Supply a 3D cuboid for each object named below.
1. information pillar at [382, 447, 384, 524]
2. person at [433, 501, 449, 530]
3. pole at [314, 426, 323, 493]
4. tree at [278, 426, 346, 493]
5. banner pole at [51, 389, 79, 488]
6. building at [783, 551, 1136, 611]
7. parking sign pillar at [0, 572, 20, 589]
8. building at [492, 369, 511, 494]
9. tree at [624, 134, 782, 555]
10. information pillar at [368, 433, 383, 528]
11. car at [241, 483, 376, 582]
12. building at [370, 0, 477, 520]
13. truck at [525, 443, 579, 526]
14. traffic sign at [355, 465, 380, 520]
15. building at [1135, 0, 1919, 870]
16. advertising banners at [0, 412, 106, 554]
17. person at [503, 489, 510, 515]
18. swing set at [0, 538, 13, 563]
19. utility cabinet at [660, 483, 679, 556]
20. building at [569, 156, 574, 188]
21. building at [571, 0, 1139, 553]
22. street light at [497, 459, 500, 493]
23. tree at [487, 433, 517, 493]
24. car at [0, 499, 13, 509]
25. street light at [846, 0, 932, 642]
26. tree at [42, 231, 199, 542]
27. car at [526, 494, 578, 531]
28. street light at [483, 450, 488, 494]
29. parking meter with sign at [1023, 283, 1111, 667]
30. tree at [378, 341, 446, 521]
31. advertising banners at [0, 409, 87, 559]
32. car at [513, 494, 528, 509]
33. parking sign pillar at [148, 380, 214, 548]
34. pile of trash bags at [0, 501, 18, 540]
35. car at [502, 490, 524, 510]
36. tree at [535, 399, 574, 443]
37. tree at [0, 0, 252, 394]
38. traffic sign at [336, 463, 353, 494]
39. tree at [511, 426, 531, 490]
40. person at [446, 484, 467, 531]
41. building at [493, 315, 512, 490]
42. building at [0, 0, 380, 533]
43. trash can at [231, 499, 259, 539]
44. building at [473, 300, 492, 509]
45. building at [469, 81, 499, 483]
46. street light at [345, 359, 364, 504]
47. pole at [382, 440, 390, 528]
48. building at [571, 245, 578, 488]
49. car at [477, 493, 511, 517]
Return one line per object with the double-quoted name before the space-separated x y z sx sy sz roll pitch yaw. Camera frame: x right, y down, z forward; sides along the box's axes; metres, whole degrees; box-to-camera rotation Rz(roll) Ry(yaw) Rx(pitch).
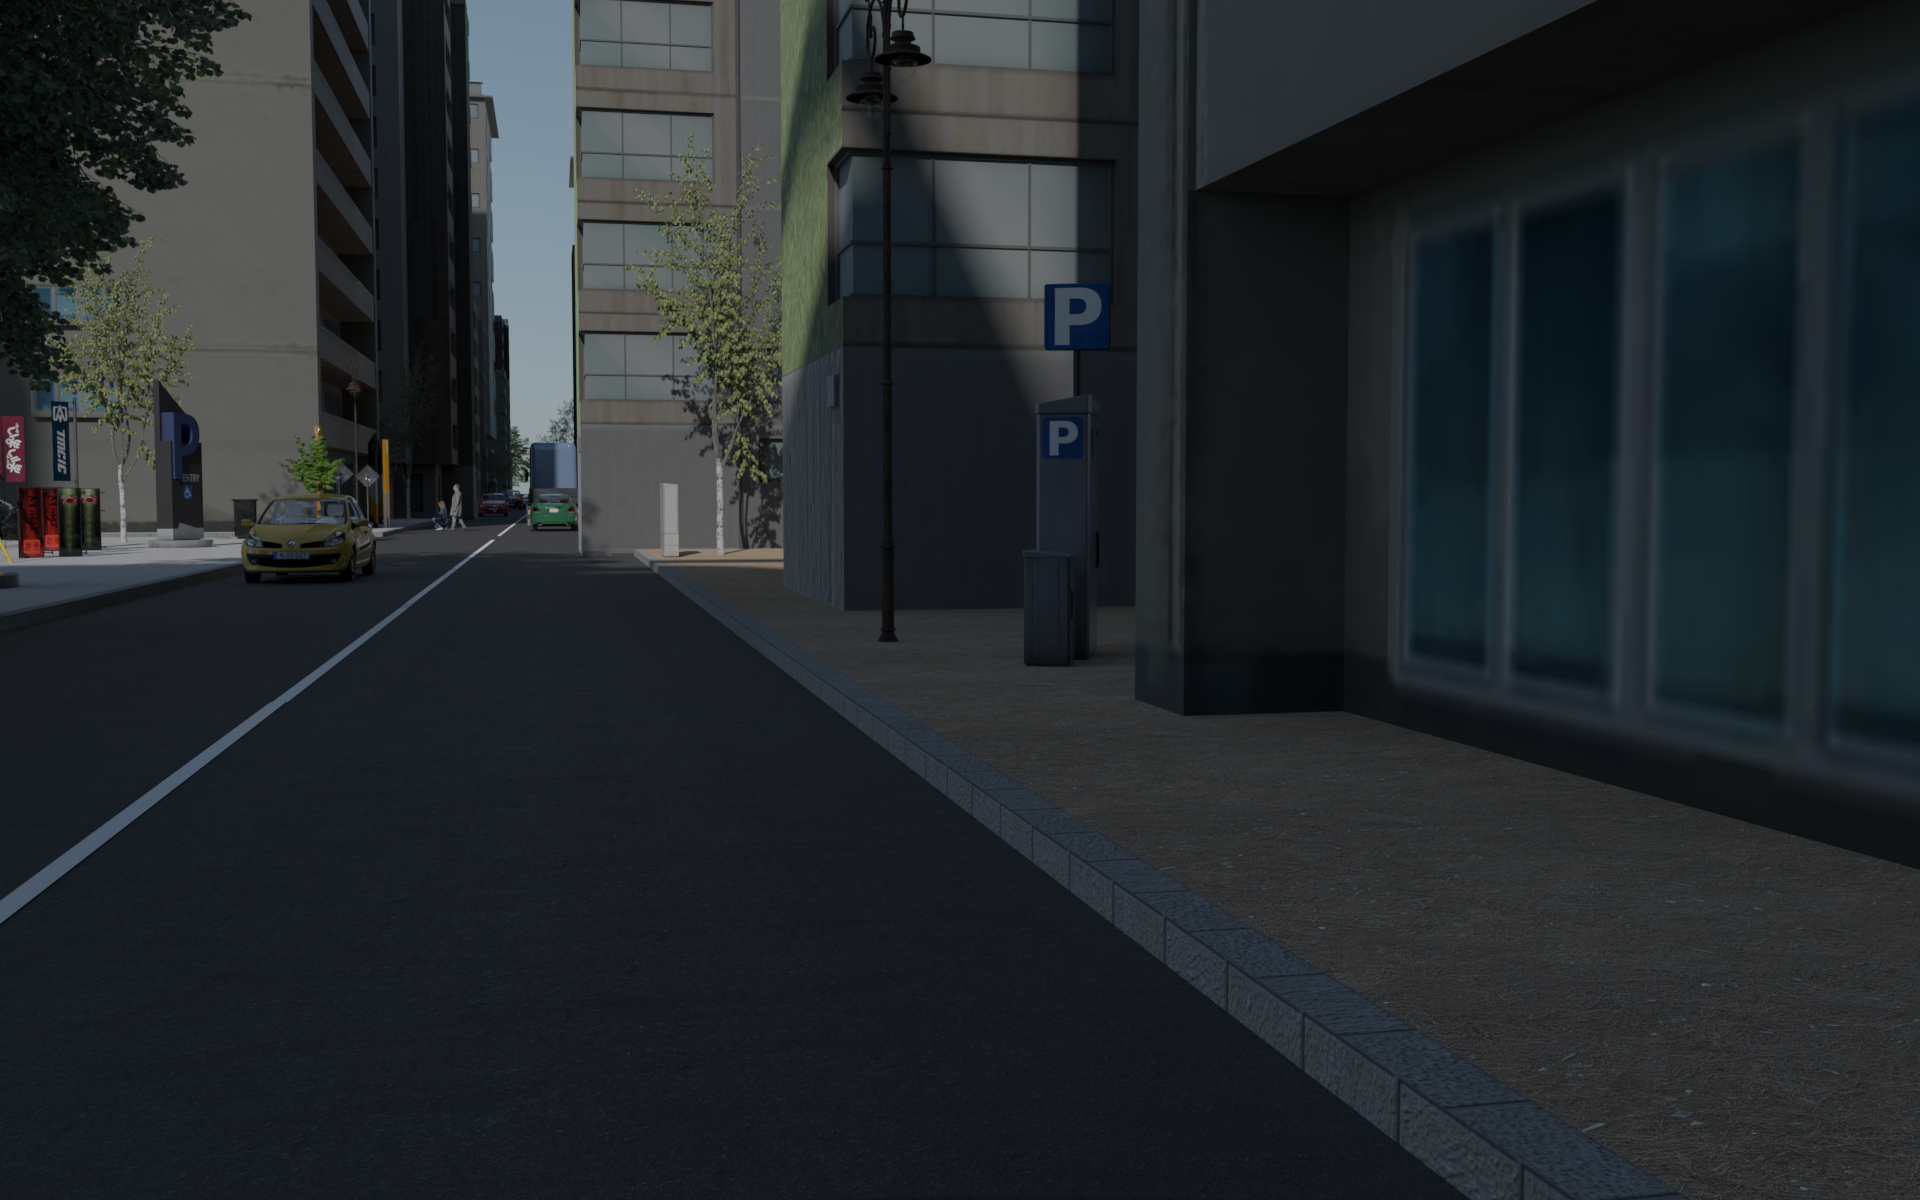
"information pillar" -24.520 -5.014 73.333 0.183 3.616 0.504 -3 4 -36
"person" -20.795 -3.370 69.093 0.738 1.151 1.012 0 4 -2
"pole" -19.194 -3.549 51.866 0.158 3.312 0.155 0 3 0
"tree" -18.322 -3.360 49.538 1.663 3.219 1.824 0 3 0
"banner pole" -21.256 -3.135 41.267 0.401 3.779 0.863 2 4 25
"building" 4.002 -20.941 25.982 14.154 41.232 14.086 -1 4 -13
"parking sign pillar" -13.690 -2.148 23.584 1.447 3.967 1.447 -2 4 -32
"building" -79.912 -24.862 251.525 27.650 21.520 28.899 -1 4 -13
"tree" -4.829 -5.259 36.351 4.737 8.622 4.395 0 3 0
"information pillar" -22.435 -4.579 66.218 0.504 3.616 0.183 3 4 39
"car" -11.020 -1.175 29.431 2.015 1.641 3.980 -1 4 -11
"building" -33.620 -19.623 92.542 14.160 30.474 14.107 -1 4 -13
"truck" -19.925 -5.822 84.955 2.967 4.110 18.799 -1 4 -13
"traffic sign" -20.263 -3.402 59.270 0.795 2.450 0.064 -1 4 -13
"building" 13.857 -23.111 1.569 21.300 48.544 21.600 -1 4 -13
"advertising banners" -20.358 -2.610 38.857 2.074 3.025 0.090 -2 4 -29
"person" -29.945 -6.458 114.434 0.444 1.785 0.601 0 4 6
"swing set" -19.021 -2.036 30.911 2.862 2.851 3.119 0 4 -6
"utility cabinet" -5.967 -1.647 35.610 0.318 1.500 1.173 -1 4 -13
"building" -44.791 -41.353 265.356 28.713 52.752 27.495 -1 4 -13
"building" -3.436 -22.220 46.884 14.154 41.232 14.086 -1 4 -13
"street light" -57.271 -14.828 215.219 0.468 5.910 1.993 -1 4 -13
"tree" -55.290 -15.740 207.717 4.360 8.622 3.978 0 3 0
"car" -29.975 -2.623 53.111 3.980 1.641 2.015 -1 4 -11
"street light" -0.626 -2.575 14.895 0.468 5.910 1.993 -1 4 -13
"tree" -22.208 -5.834 45.751 4.737 8.622 4.395 0 3 0
"car" -15.997 -3.452 68.233 2.131 1.459 4.920 -1 4 -13
"street light" -47.156 -12.192 172.124 0.468 5.910 1.993 -1 4 -13
"parking meter with sign" 0.823 -1.061 13.617 0.543 3.016 1.738 1 4 10
"tree" -26.760 -8.125 83.211 4.360 8.622 3.978 0 3 0
"advertising banners" -18.617 -2.356 34.705 0.090 3.025 2.074 3 5 40
"car" -42.693 -9.803 169.075 1.959 1.807 4.718 -1 4 -15
"parking sign pillar" -18.801 -3.255 41.696 1.447 3.967 1.447 0 4 8
"pile of trash bags" -27.578 -2.315 47.609 3.447 1.369 1.912 -3 5 -42
"car" -40.442 -9.013 156.032 2.281 1.827 5.304 -1 4 -13
"tree" -48.175 -18.778 217.393 12.009 13.543 11.850 0 3 0
"tree" -11.018 -6.704 16.271 9.857 13.997 8.962 0 3 0
"traffic sign" -18.440 -2.927 51.495 0.795 2.450 0.064 -1 4 -13
"tree" -74.415 -22.582 287.343 7.486 12.596 7.792 0 3 0
"person" -19.478 -3.571 66.981 0.767 1.812 0.694 -1 4 -10
"building" -78.452 -30.699 273.635 14.160 30.474 14.107 -1 4 -13
"building" -34.516 -27.008 65.278 21.300 48.544 21.600 -1 4 -13
"trash can" -20.452 -2.319 49.565 0.748 1.137 0.748 0 3 0
"building" -59.453 -19.471 163.390 27.650 21.520 28.899 -1 4 -13
"building" -74.176 -38.763 223.007 28.713 52.752 27.495 -1 4 -13
"street light" -20.735 -5.302 59.470 0.468 5.910 1.993 -1 4 -13
"pole" -21.468 -4.340 64.795 0.158 3.312 0.155 0 3 0
"building" -38.231 -26.385 203.090 14.160 30.474 14.107 -1 4 -13
"car" -29.844 -6.223 110.781 2.155 1.783 4.494 -1 4 -14
